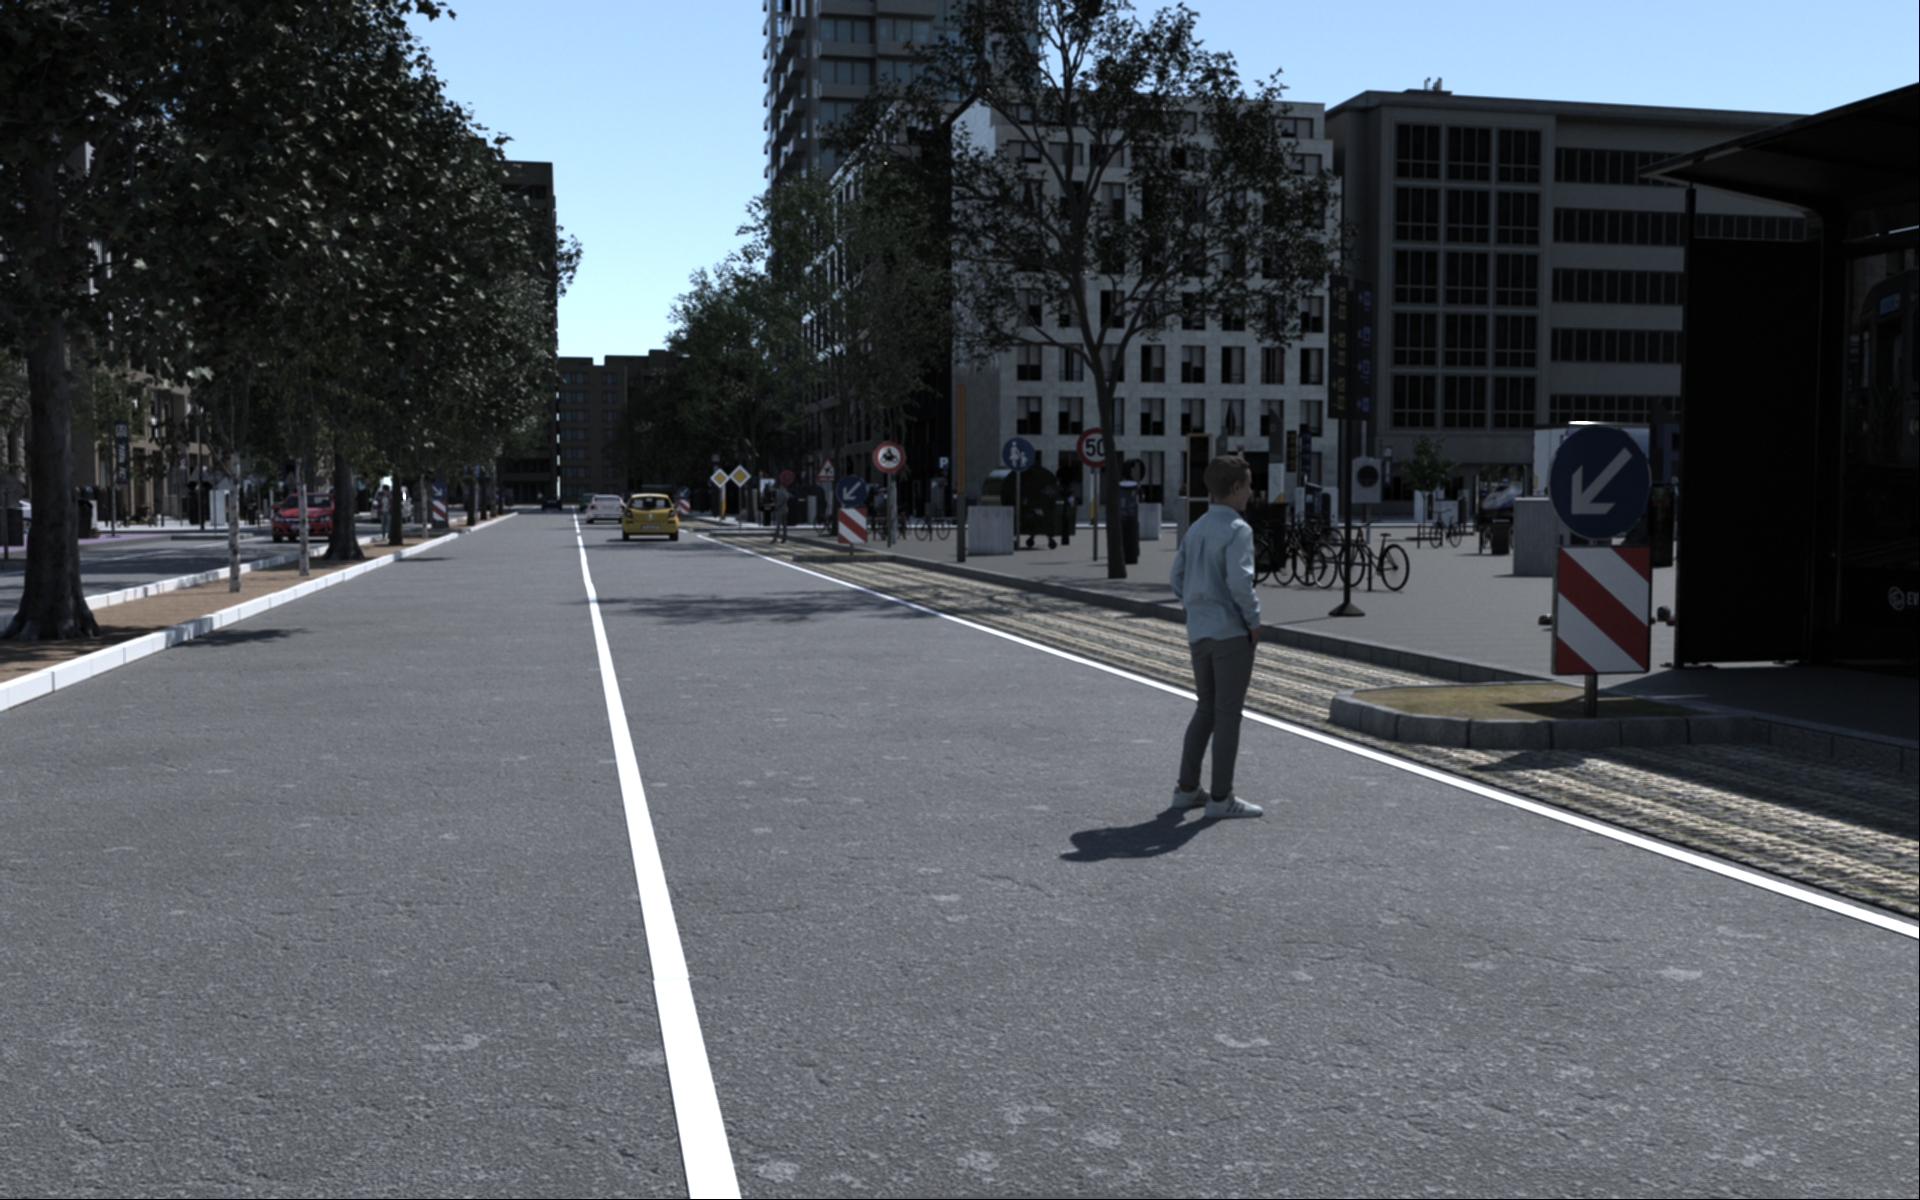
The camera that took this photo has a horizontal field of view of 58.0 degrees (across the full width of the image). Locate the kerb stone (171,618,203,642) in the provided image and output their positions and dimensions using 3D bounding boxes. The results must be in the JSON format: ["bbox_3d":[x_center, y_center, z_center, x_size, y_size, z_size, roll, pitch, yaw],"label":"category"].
[{"bbox_3d":[-7.632,0.317,17.010,0.120,0.150,1.000,-1,4,-13],"label":"kerb stone"}]

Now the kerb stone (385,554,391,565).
[{"bbox_3d":[-11.666,-0.784,35.013,0.120,0.150,1.000,-1,4,-13],"label":"kerb stone"}]

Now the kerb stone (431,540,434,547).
[{"bbox_3d":[-14.150,-1.457,46.022,0.120,0.150,1.000,-1,4,-13],"label":"kerb stone"}]

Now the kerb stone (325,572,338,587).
[{"bbox_3d":[-9.872,-0.294,27.009,0.120,0.150,1.000,-1,4,-13],"label":"kerb stone"}]

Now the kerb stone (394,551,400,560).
[{"bbox_3d":[-12.125,-0.905,37.014,0.120,0.150,1.000,-1,4,-13],"label":"kerb stone"}]

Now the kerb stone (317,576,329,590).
[{"bbox_3d":[-9.648,-0.227,26.000,0.120,0.150,1.000,-1,4,-13],"label":"kerb stone"}]

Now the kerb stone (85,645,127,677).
[{"bbox_3d":[-6.950,0.502,14.004,0.120,0.150,1.000,-1,4,-13],"label":"kerb stone"}]

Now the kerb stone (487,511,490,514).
[{"bbox_3d":[-34.982,-6.540,129.122,0.120,0.150,1.000,-1,4,-13],"label":"kerb stone"}]

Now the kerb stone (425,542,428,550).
[{"bbox_3d":[-13.688,-1.327,44.010,0.120,0.150,1.000,-1,4,-13],"label":"kerb stone"}]

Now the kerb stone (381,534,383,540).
[{"bbox_3d":[-17.988,-1.916,53.539,0.120,0.150,1.000,-1,4,-13],"label":"kerb stone"}]

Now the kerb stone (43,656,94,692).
[{"bbox_3d":[-6.722,0.562,13.007,0.120,0.150,1.000,-1,4,-13],"label":"kerb stone"}]

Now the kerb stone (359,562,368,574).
[{"bbox_3d":[-10.774,-0.539,31.003,0.120,0.150,1.000,-1,4,-13],"label":"kerb stone"}]

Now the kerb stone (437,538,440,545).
[{"bbox_3d":[-14.595,-1.578,48.020,0.120,0.150,1.000,-1,4,-13],"label":"kerb stone"}]

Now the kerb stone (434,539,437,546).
[{"bbox_3d":[-14.374,-1.518,47.019,0.120,0.150,1.000,-1,4,-13],"label":"kerb stone"}]

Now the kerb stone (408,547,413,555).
[{"bbox_3d":[-12.797,-1.090,40.013,0.120,0.150,1.000,-1,4,-13],"label":"kerb stone"}]

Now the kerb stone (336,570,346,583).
[{"bbox_3d":[-10.102,-0.354,28.005,0.120,0.150,1.000,-1,4,-13],"label":"kerb stone"}]

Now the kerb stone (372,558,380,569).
[{"bbox_3d":[-11.224,-0.661,33.013,0.120,0.150,1.000,-1,4,-13],"label":"kerb stone"}]

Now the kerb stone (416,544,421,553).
[{"bbox_3d":[-13.242,-1.212,42.015,0.120,0.150,1.000,-1,4,-13],"label":"kerb stone"}]

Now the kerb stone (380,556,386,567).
[{"bbox_3d":[-11.444,-0.722,34.015,0.120,0.150,1.000,-1,4,-13],"label":"kerb stone"}]

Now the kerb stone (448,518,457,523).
[{"bbox_3d":[-25.533,-3.970,87.108,0.120,0.150,1.000,-1,4,-13],"label":"kerb stone"}]

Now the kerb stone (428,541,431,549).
[{"bbox_3d":[-13.919,-1.396,45.014,0.120,0.150,1.000,-1,4,-13],"label":"kerb stone"}]

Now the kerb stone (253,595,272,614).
[{"bbox_3d":[-8.523,0.073,21.006,0.120,0.150,1.000,-1,4,-13],"label":"kerb stone"}]

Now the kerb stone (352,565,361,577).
[{"bbox_3d":[-10.543,-0.476,30.007,0.120,0.150,1.000,-1,4,-13],"label":"kerb stone"}]

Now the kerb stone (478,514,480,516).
[{"bbox_3d":[-32.061,-5.742,116.115,0.120,0.150,1.000,-1,4,-13],"label":"kerb stone"}]

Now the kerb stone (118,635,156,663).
[{"bbox_3d":[-7.176,0.441,15.008,0.120,0.150,1.000,-1,4,-13],"label":"kerb stone"}]

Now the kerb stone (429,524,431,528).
[{"bbox_3d":[-21.930,-2.987,71.086,0.120,0.150,1.000,-1,4,-13],"label":"kerb stone"}]

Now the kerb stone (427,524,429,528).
[{"bbox_3d":[-21.707,-2.929,70.082,0.120,0.150,1.000,-1,4,-13],"label":"kerb stone"}]

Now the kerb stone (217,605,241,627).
[{"bbox_3d":[-8.073,0.195,19.009,0.120,0.150,1.000,-1,4,-13],"label":"kerb stone"}]

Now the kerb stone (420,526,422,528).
[{"bbox_3d":[-21.259,-2.805,68.073,0.120,0.150,1.000,-1,4,-13],"label":"kerb stone"}]

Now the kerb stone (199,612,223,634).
[{"bbox_3d":[-7.852,0.256,18.012,0.120,0.150,1.000,-1,4,-13],"label":"kerb stone"}]

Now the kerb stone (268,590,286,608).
[{"bbox_3d":[-8.746,0.011,22.012,0.120,0.150,1.000,-1,4,-13],"label":"kerb stone"}]

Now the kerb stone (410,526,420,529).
[{"bbox_3d":[-20.812,-2.684,66.078,0.120,0.150,1.000,-1,4,-13],"label":"kerb stone"}]

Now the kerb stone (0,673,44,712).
[{"bbox_3d":[-6.505,0.626,12.009,0.120,0.150,1.000,-1,4,-13],"label":"kerb stone"}]

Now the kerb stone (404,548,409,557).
[{"bbox_3d":[-12.572,-1.024,39.016,0.120,0.150,1.000,-1,4,-13],"label":"kerb stone"}]

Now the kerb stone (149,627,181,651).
[{"bbox_3d":[-7.404,0.384,16.007,0.120,0.150,1.000,-1,4,-13],"label":"kerb stone"}]

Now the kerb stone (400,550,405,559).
[{"bbox_3d":[-12.354,-0.967,38.009,0.120,0.150,1.000,-1,4,-13],"label":"kerb stone"}]

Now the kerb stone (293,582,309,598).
[{"bbox_3d":[-9.194,-0.107,24.007,0.120,0.150,1.000,-1,4,-13],"label":"kerb stone"}]

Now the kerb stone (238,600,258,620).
[{"bbox_3d":[-8.294,0.134,20.007,0.120,0.150,1.000,-1,4,-13],"label":"kerb stone"}]

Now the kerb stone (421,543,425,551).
[{"bbox_3d":[-13.466,-1.269,43.013,0.120,0.150,1.000,-1,4,-13],"label":"kerb stone"}]

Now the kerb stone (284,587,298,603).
[{"bbox_3d":[-8.971,-0.040,23.010,0.120,0.150,1.000,-1,4,-13],"label":"kerb stone"}]

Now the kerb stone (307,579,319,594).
[{"bbox_3d":[-9.425,-0.172,25.002,0.120,0.150,1.000,-1,4,-13],"label":"kerb stone"}]

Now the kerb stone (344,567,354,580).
[{"bbox_3d":[-10.316,-0.417,29.007,0.120,0.150,1.000,-1,4,-13],"label":"kerb stone"}]

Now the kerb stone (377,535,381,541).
[{"bbox_3d":[-17.762,-1.856,52.543,0.120,0.150,1.000,-1,4,-13],"label":"kerb stone"}]

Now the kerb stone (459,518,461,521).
[{"bbox_3d":[-26.213,-4.154,90.112,0.120,0.150,1.000,-1,4,-13],"label":"kerb stone"}]

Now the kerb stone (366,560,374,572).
[{"bbox_3d":[-10.993,-0.595,32.003,0.120,0.150,1.000,-1,4,-13],"label":"kerb stone"}]

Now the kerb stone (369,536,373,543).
[{"bbox_3d":[-17.316,-1.734,50.538,0.120,0.150,1.000,-1,4,-13],"label":"kerb stone"}]

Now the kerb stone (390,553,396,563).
[{"bbox_3d":[-11.902,-0.844,36.007,0.120,0.150,1.000,-1,4,-13],"label":"kerb stone"}]

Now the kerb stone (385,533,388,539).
[{"bbox_3d":[-18.216,-1.978,54.536,0.120,0.150,1.000,-1,4,-13],"label":"kerb stone"}]

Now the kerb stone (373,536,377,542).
[{"bbox_3d":[-17.537,-1.795,51.536,0.120,0.150,1.000,-1,4,-13],"label":"kerb stone"}]

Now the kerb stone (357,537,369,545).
[{"bbox_3d":[-17.094,-1.672,49.530,0.120,0.150,1.000,-1,4,-13],"label":"kerb stone"}]

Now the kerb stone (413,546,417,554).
[{"bbox_3d":[-13.017,-1.150,41.013,0.120,0.150,1.000,-1,4,-13],"label":"kerb stone"}]
